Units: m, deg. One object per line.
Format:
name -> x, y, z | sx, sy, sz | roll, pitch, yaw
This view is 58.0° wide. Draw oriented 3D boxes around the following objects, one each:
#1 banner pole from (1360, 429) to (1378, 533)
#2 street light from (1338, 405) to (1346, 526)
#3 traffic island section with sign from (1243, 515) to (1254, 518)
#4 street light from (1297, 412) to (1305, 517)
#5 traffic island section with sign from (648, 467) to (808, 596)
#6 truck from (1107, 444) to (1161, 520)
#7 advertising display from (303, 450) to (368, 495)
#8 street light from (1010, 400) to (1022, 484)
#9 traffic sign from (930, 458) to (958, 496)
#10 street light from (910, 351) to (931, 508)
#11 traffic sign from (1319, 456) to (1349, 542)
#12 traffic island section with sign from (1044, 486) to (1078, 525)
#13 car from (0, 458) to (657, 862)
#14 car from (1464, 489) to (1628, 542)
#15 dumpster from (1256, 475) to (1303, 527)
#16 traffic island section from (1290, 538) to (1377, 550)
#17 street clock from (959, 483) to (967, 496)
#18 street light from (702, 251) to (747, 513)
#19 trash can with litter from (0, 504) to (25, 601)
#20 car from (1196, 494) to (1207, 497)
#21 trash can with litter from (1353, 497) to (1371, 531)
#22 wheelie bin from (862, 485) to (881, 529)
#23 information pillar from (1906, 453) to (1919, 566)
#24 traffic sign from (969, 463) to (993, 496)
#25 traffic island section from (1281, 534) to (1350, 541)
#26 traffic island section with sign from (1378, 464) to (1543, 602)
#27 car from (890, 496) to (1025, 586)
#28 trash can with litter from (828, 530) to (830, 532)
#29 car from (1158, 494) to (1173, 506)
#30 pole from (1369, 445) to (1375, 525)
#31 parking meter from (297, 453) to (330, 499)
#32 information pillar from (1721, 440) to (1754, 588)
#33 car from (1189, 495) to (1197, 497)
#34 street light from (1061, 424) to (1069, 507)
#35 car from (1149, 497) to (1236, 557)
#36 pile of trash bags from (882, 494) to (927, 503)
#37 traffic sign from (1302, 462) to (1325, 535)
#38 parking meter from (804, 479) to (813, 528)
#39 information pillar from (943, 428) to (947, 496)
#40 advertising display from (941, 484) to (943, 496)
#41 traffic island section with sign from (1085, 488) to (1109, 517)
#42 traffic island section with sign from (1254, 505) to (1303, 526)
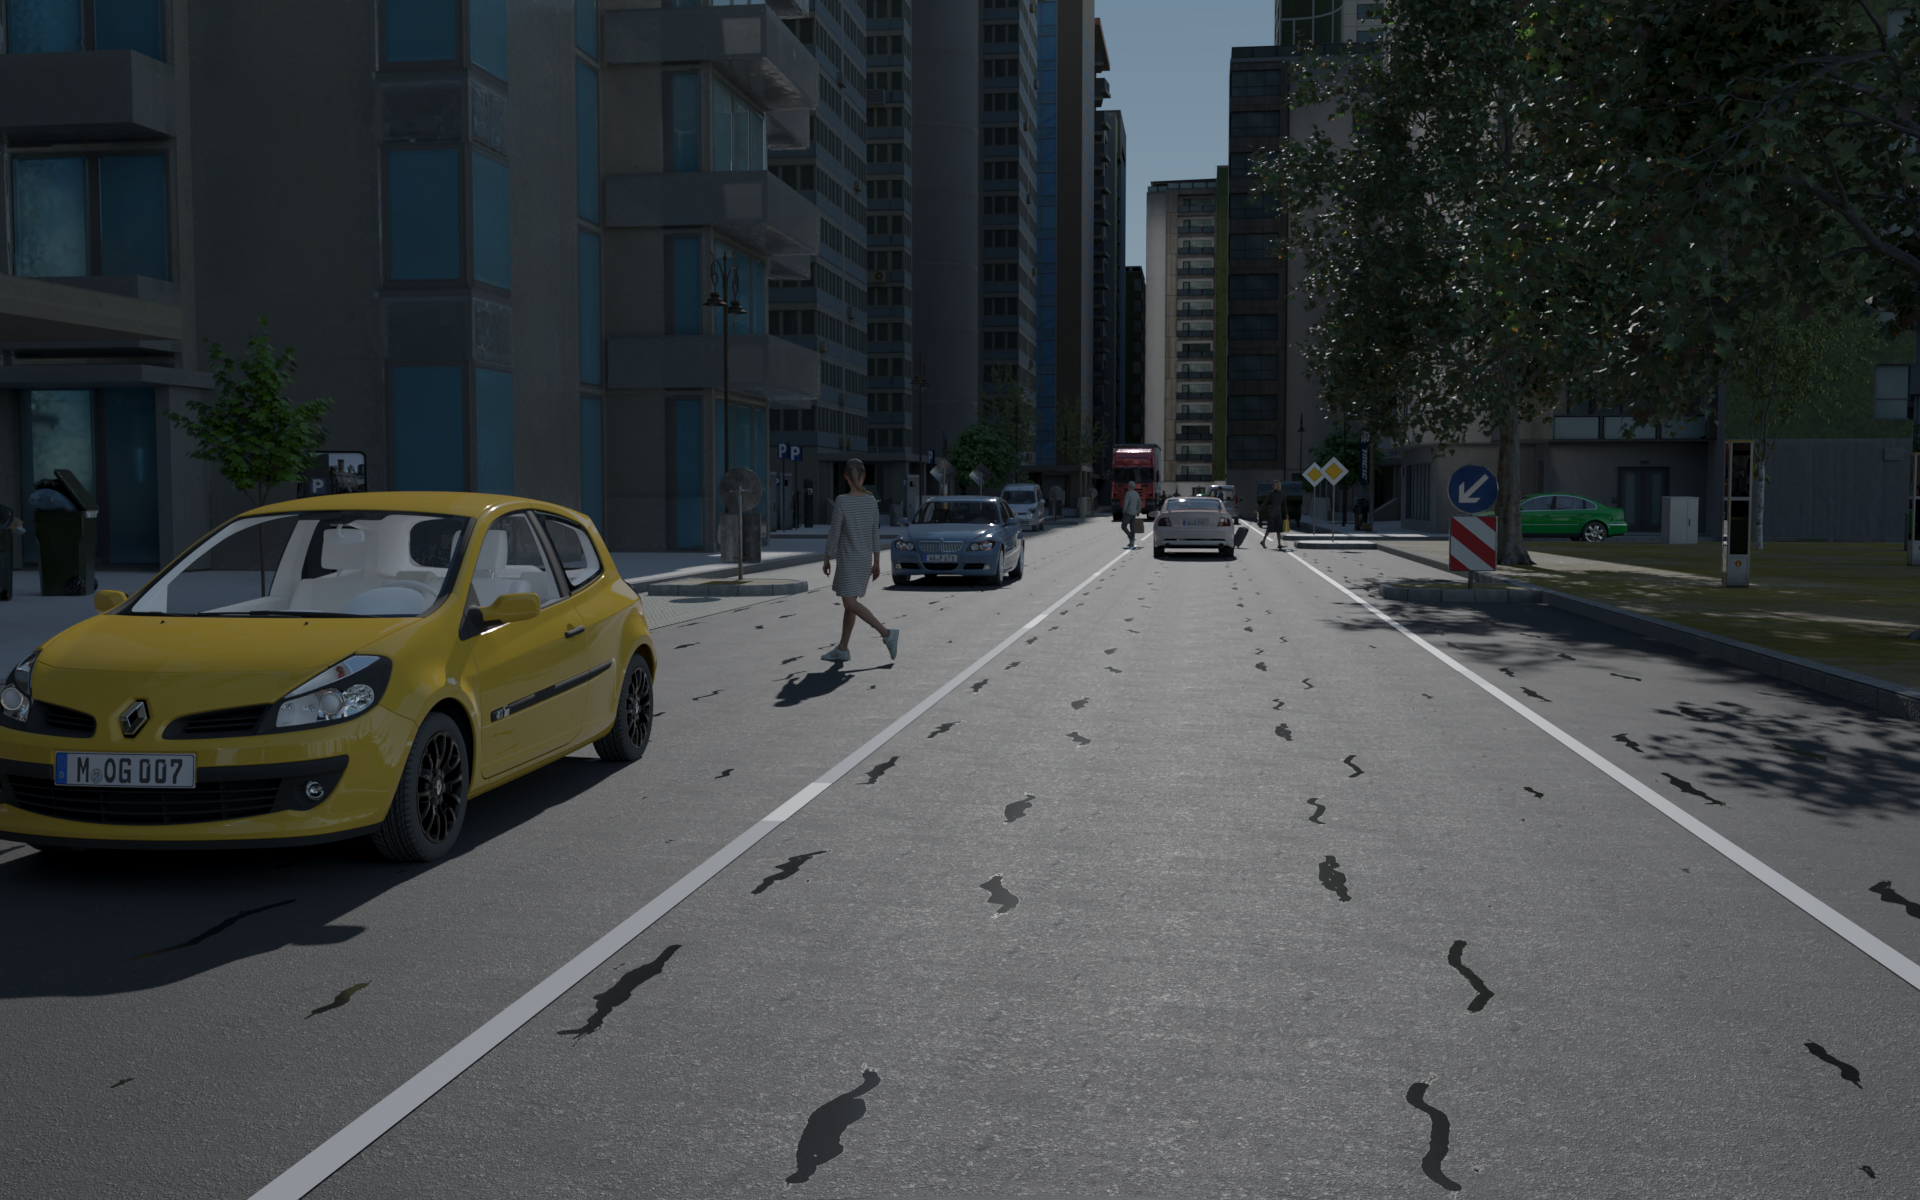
banner pole -> 13.559, -4.132, 57.582 | 0.401, 3.779, 0.863 | -2, 4, -29
street light -> 15.220, -5.856, 68.539 | 0.468, 5.910, 1.993 | 0, 4, 8
traffic island section with sign -> 18.395, -5.967, 106.187 | 1.989, 1.847, 2.006 | 0, 4, 8
street light -> 19.281, -7.656, 97.961 | 0.468, 5.910, 1.993 | 0, 4, 8
traffic island section with sign -> -3.283, -1.011, 25.162 | 1.989, 1.847, 2.006 | 0, 4, 8
truck -> 10.095, -6.733, 99.002 | 2.839, 4.237, 11.283 | 1, 4, 8
advertising display -> -9.284, -1.251, 25.671 | 0.974, 1.923, 0.123 | -1, 4, -16
street light -> 2.780, -6.888, 85.414 | 0.468, 5.910, 1.993 | 0, 4, 8
traffic sign -> -0.439, -2.691, 47.637 | 0.795, 2.450, 0.064 | 0, 4, 8
street light -> -1.277, -5.089, 55.991 | 0.468, 5.910, 1.993 | 0, 4, 8
traffic sign -> 9.951, -2.601, 46.167 | 0.795, 2.450, 0.064 | 0, 4, 8
traffic island section with sign -> 4.493, -4.405, 80.657 | 1.989, 1.847, 2.006 | 0, 4, 8
car -> -2.719, 0.133, 8.045 | 2.015, 1.641, 3.980 | 0, 4, 7
car -> 16.499, -2.483, 49.388 | 4.718, 1.807, 1.959 | 0, 4, 7
dumpster -> 13.773, -4.267, 74.720 | 1.985, 2.255, 1.502 | 0, 4, 8
traffic island section -> 9.975, -1.465, 46.240 | 2.009, 0.180, 2.903 | 0, 4, 8
street clock -> 0.186, -4.941, 85.353 | 0.358, 2.002, 0.471 | -3, 5, -40
street light -> -4.471, -3.691, 33.133 | 0.468, 5.910, 1.993 | 0, 4, 8
trash can with litter -> -11.489, -0.560, 20.546 | 0.624, 1.170, 1.055 | -1, 4, -22
car -> 19.677, -7.968, 139.071 | 1.959, 1.807, 4.718 | 1, 4, 10
trash can with litter -> 14.003, -2.968, 59.906 | 0.624, 1.170, 1.055 | -1, 4, -10
wheelie bin -> -3.352, -3.370, 63.011 | 0.980, 1.594, 0.693 | -3, 5, -43
information pillar -> 17.042, -1.606, 30.749 | 0.304, 2.012, 0.304 | 1, 4, 14
traffic sign -> 0.669, -3.175, 55.546 | 0.795, 2.450, 0.064 | 0, 4, 8
traffic island section -> 11.083, -1.949, 54.149 | 2.009, 0.180, 2.903 | 0, 4, 8
traffic island section with sign -> 6.863, -0.938, 23.966 | 1.989, 1.847, 2.006 | 0, 4, 8
car -> 0.036, -1.025, 28.755 | 2.014, 1.417, 4.499 | 1, 4, 9
trash can with litter -> -3.645, -2.908, 58.607 | 1.678, 1.210, 2.233 | -1, 4, -12
car -> 24.153, -11.730, 203.783 | 2.014, 1.417, 4.499 | 1, 4, 9
pole -> 17.148, -4.786, 72.089 | 0.158, 3.312, 0.155 | 0, 3, 0
parking meter -> -9.268, -1.171, 24.855 | 0.399, 1.863, 0.255 | -3, 5, -41
information pillar -> 10.638, -1.175, 23.706 | 0.304, 2.012, 0.304 | 1, 4, 12
car -> 19.691, -8.085, 144.766 | 1.945, 1.354, 3.894 | 0, 4, 6
street light -> 7.011, -8.702, 115.067 | 0.468, 5.910, 1.993 | 0, 4, 8
car -> 5.498, -1.747, 40.924 | 2.083, 1.381, 4.827 | 0, 4, 7
pile of trash bags -> -2.960, -5.296, 96.345 | 3.447, 1.369, 1.912 | -1, 4, -19
traffic sign -> 11.059, -3.085, 54.075 | 0.795, 2.450, 0.064 | 0, 4, 8
parking meter -> -5.772, -3.689, 66.022 | 0.255, 1.863, 0.399 | -2, 4, -24
information pillar -> -0.536, -4.288, 61.461 | 0.183, 3.616, 0.504 | -1, 4, -10
advertising display -> -1.162, -5.652, 97.624 | 0.974, 1.923, 0.123 | 3, 5, 43
traffic island section with sign -> 8.272, -6.057, 107.654 | 1.989, 1.847, 2.006 | 0, 4, 8
traffic island section with sign -> 14.582, -4.308, 79.062 | 1.989, 1.847, 2.006 | 0, 4, 8
